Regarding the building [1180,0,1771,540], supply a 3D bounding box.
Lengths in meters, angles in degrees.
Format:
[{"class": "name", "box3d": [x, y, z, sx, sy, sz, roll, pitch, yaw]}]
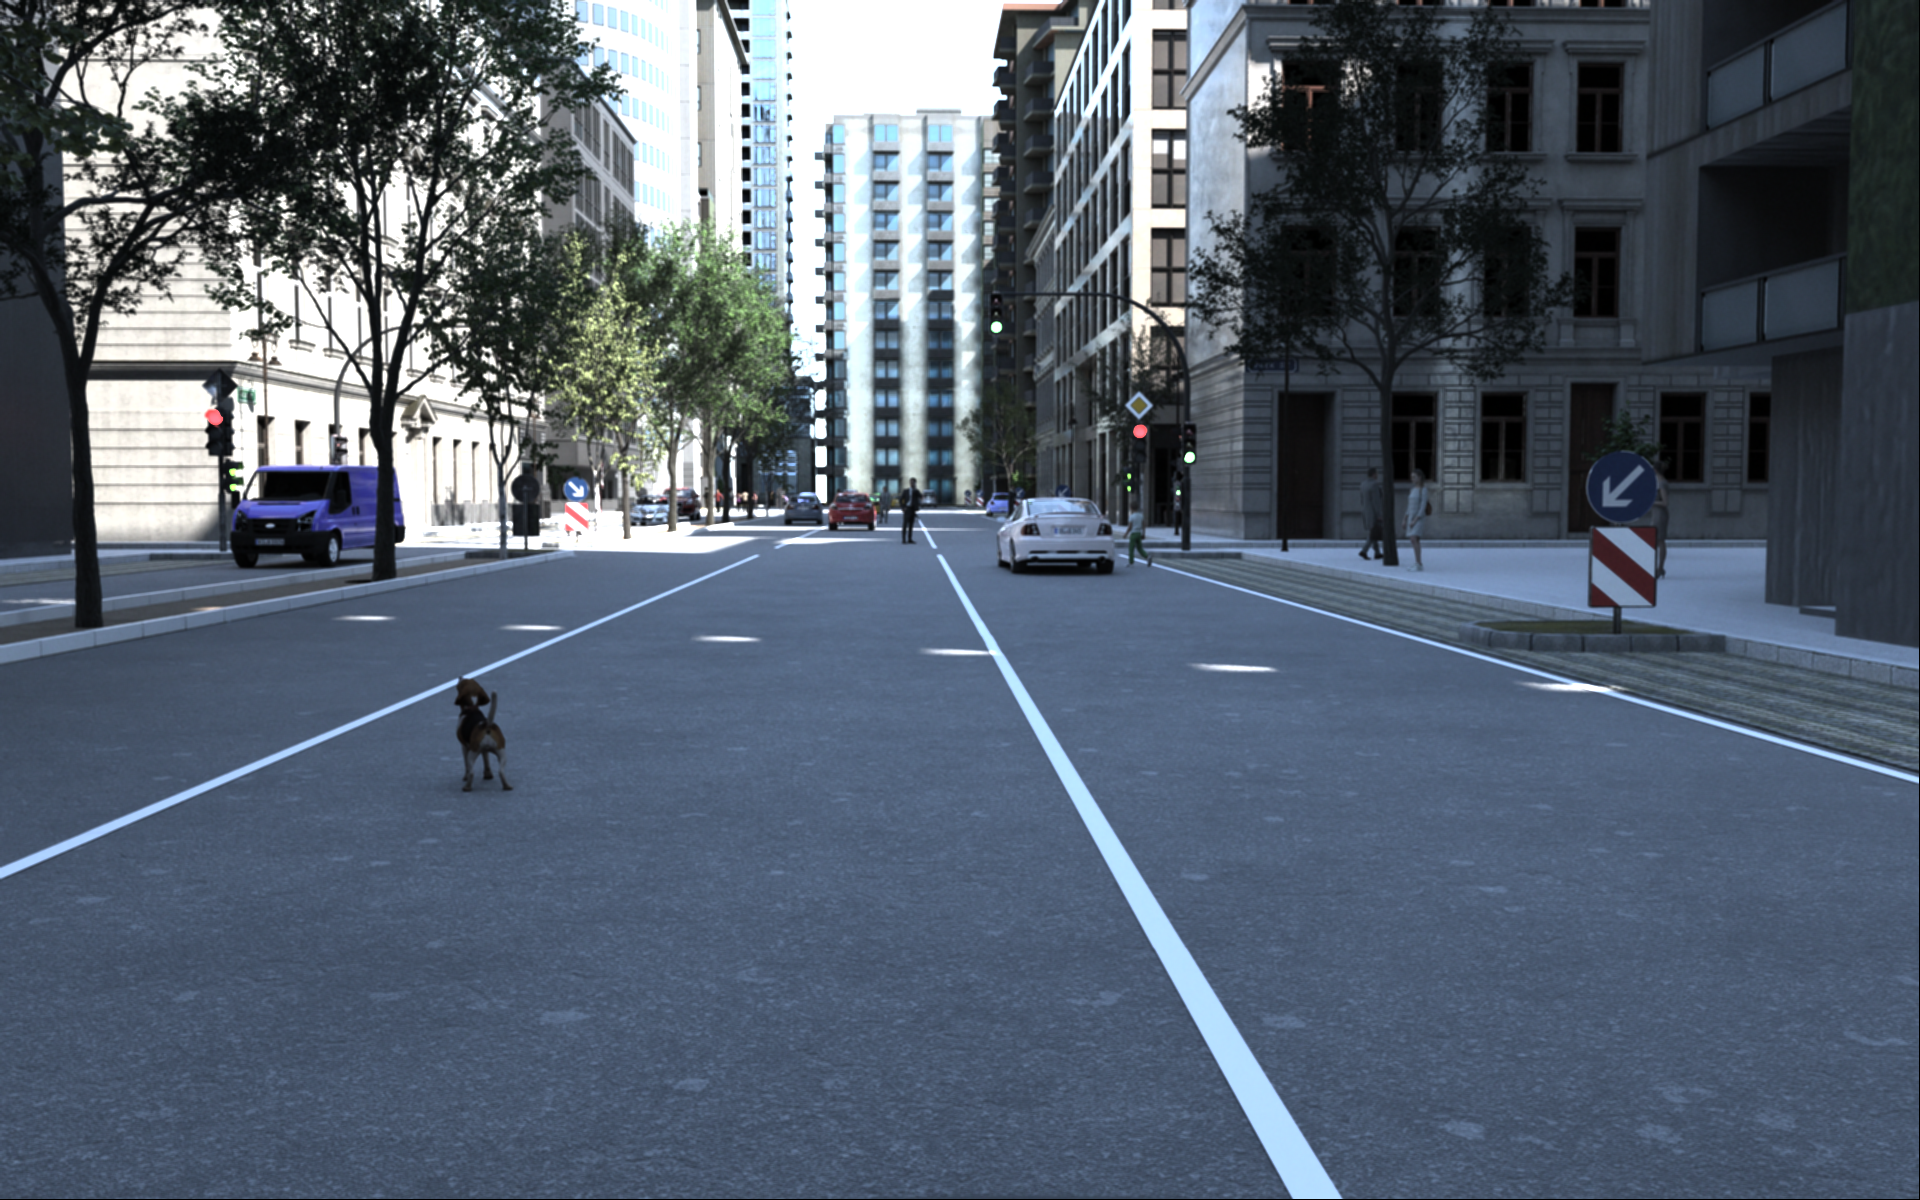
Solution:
[{"class": "building", "box3d": [17.459, -13.241, 52.652, 21.152, 22.565, 11.583, 0, 4, -2]}]

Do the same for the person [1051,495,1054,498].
[{"class": "person", "box3d": [4.946, -5.056, 93.399, 0.332, 1.250, 0.352, -3, 5, -45]}]

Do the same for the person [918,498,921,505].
[{"class": "person", "box3d": [-3.769, -8.918, 154.239, 0.705, 1.831, 1.348, -1, 4, -20]}]

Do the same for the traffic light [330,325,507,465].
[{"class": "traffic light", "box3d": [-14.611, -4.403, 46.654, 4.771, 5.953, 1.251, 0, 4, -2]}]

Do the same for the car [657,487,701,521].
[{"class": "car", "box3d": [-15.189, -5.201, 93.714, 2.281, 1.827, 5.304, 0, 4, -4]}]

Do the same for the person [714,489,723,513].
[{"class": "person", "box3d": [-18.147, -7.419, 129.740, 1.348, 1.831, 0.705, 2, 4, 33]}]

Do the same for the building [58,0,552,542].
[{"class": "building", "box3d": [-28.167, -17.781, 67.132, 17.030, 29.872, 44.131, 0, 4, -2]}]

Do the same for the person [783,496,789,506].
[{"class": "person", "box3d": [-13.021, -7.180, 129.134, 0.421, 1.427, 0.697, 3, 5, 41]}]

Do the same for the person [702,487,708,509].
[{"class": "person", "box3d": [-21.890, -8.786, 149.332, 0.705, 1.869, 1.348, 1, 4, 13]}]

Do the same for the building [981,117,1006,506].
[{"class": "building", "box3d": [9.252, -31.039, 191.088, 14.154, 41.232, 14.086, 0, 4, -2]}]

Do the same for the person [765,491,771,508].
[{"class": "person", "box3d": [-19.114, -9.980, 172.395, 0.721, 1.735, 1.217, -2, 4, -29]}]

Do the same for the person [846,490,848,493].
[{"class": "person", "box3d": [-10.416, -9.303, 161.049, 0.683, 1.767, 0.568, 1, 4, 9]}]

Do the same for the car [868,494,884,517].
[{"class": "car", "box3d": [-5.615, -5.996, 108.261, 2.015, 1.641, 3.980, 0, 4, -3]}]

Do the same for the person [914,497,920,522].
[{"class": "person", "box3d": [-2.317, -4.988, 89.899, 0.795, 1.843, 0.661, 3, 5, 40]}]

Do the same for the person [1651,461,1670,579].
[{"class": "person", "box3d": [10.524, -1.212, 26.197, 0.374, 1.781, 0.599, 1, 4, 17]}]

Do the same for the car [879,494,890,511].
[{"class": "car", "box3d": [-6.728, -8.275, 144.094, 1.959, 1.807, 4.718, 0, 4, -1]}]

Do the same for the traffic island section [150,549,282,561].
[{"class": "traffic island section", "box3d": [-16.480, -1.004, 38.704, 2.009, 0.180, 2.903, 0, 4, -2]}]

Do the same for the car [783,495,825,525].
[{"class": "car", "box3d": [-7.377, -4.274, 81.877, 2.014, 1.417, 4.499, 0, 4, -4]}]

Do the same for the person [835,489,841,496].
[{"class": "person", "box3d": [-6.699, -5.299, 95.893, 0.466, 1.731, 0.760, -1, 4, -9]}]

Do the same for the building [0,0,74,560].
[{"class": "building", "box3d": [-30.582, -14.480, 30.253, 24.014, 27.812, 14.314, 0, 4, -2]}]

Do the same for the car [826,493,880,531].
[{"class": "car", "box3d": [-4.304, -3.694, 69.432, 2.155, 1.783, 4.494, 0, 4, -1]}]

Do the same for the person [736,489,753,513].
[{"class": "person", "box3d": [-16.469, -7.588, 132.580, 1.348, 1.823, 0.705, -1, 4, -22]}]

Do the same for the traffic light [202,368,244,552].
[{"class": "traffic light", "box3d": [-16.439, -3.037, 38.570, 0.839, 4.253, 0.868, 0, 4, -2]}]

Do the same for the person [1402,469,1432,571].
[{"class": "person", "box3d": [7.659, -1.344, 29.025, 0.522, 1.701, 0.512, -1, 4, -20]}]

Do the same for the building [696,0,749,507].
[{"class": "building", "box3d": [-37.128, -36.264, 182.150, 27.495, 52.752, 28.713, 0, 4, -2]}]

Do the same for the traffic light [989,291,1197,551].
[{"class": "traffic light", "box3d": [3.022, -3.939, 39.075, 4.771, 5.953, 1.251, 0, 4, -2]}]

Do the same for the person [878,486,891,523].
[{"class": "person", "box3d": [-3.732, -4.707, 85.551, 0.635, 1.810, 0.391, 0, 4, 4]}]

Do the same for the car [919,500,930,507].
[{"class": "car", "box3d": [-4.288, -11.354, 197.632, 2.014, 1.417, 4.499, 0, 4, -2]}]

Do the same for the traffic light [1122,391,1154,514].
[{"class": "traffic light", "box3d": [4.851, -3.568, 47.265, 0.839, 4.253, 0.868, 0, 4, -2]}]

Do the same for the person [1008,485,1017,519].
[{"class": "person", "box3d": [2.619, -4.782, 86.043, 0.474, 1.900, 0.648, 0, 4, -1]}]

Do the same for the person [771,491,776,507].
[{"class": "person", "box3d": [-21.229, -11.465, 196.045, 0.705, 1.812, 1.348, -2, 4, -29]}]

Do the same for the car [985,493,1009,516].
[{"class": "car", "box3d": [2.616, -6.232, 111.476, 1.945, 1.707, 3.694, 0, 4, -4]}]

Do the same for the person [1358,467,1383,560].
[{"class": "person", "box3d": [8.134, -1.704, 34.008, 0.767, 1.812, 0.694, -1, 4, -15]}]

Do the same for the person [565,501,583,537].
[{"class": "person", "box3d": [-12.971, -3.023, 58.275, 0.624, 1.780, 0.694, -1, 4, -10]}]

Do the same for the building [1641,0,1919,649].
[{"class": "building", "box3d": [14.881, -20.352, 16.343, 14.154, 41.232, 14.086, 0, 4, -2]}]

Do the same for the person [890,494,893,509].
[{"class": "person", "box3d": [-6.494, -9.164, 161.546, 0.599, 1.433, 0.991, -2, 4, -34]}]

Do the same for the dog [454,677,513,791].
[{"class": "dog", "box3d": [-2.367, 0.659, 8.517, 0.540, 0.507, 0.406, 2, 4, 24]}]

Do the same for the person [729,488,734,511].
[{"class": "person", "box3d": [-13.739, -5.804, 103.579, 0.466, 1.800, 0.511, -1, 4, -19]}]

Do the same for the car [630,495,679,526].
[{"class": "car", "box3d": [-13.876, -4.084, 78.777, 2.014, 1.417, 4.499, 0, 4, -1]}]

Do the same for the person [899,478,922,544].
[{"class": "person", "box3d": [-1.417, -2.586, 50.151, 0.648, 1.900, 0.474, -2, 4, -31]}]

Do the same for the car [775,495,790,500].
[{"class": "car", "box3d": [-18.676, -10.510, 184.424, 1.945, 1.354, 3.894, 0, 4, -2]}]

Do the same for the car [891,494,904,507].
[{"class": "car", "box3d": [-5.940, -9.448, 164.704, 2.015, 1.641, 3.980, 0, 4, -3]}]

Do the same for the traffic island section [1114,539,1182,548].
[{"class": "traffic island section", "box3d": [4.891, -1.535, 47.380, 2.009, 0.180, 2.903, 0, 4, -2]}]

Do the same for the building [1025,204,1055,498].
[{"class": "building", "box3d": [10.721, -16.855, 111.739, 11.583, 22.565, 21.152, 0, 4, -2]}]

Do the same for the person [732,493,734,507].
[{"class": "person", "box3d": [-22.521, -9.891, 170.981, 0.599, 1.433, 0.991, -1, 4, -15]}]

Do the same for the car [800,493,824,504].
[{"class": "car", "box3d": [-10.238, -6.591, 117.361, 1.945, 1.707, 3.694, 0, 4, -1]}]

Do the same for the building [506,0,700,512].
[{"class": "building", "box3d": [-32.644, -36.247, 134.635, 21.231, 58.520, 28.212, 0, 4, -2]}]

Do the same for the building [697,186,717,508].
[{"class": "building", "box3d": [-29.877, -23.548, 156.712, 14.160, 30.474, 14.107, 0, 4, -2]}]

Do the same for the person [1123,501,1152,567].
[{"class": "person", "box3d": [3.481, -1.295, 33.923, 0.590, 1.304, 0.306, 3, 4, 37]}]

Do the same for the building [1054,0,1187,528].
[{"class": "building", "box3d": [15.578, -17.018, 82.766, 19.350, 26.468, 34.151, 0, 4, -2]}]

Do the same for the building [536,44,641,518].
[{"class": "building", "box3d": [-27.618, -18.822, 101.240, 14.314, 27.812, 24.014, 0, 4, -2]}]

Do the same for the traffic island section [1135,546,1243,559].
[{"class": "traffic island section", "box3d": [5.151, -1.047, 39.399, 2.009, 0.180, 2.903, 0, 4, -2]}]

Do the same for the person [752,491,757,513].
[{"class": "person", "box3d": [-15.248, -7.215, 127.929, 0.593, 1.643, 0.415, 1, 4, 13]}]

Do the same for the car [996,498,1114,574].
[{"class": "car", "box3d": [1.761, -1.242, 32.663, 2.083, 1.381, 4.827, 0, 4, -4]}]

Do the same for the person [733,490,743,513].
[{"class": "person", "box3d": [-17.105, -7.638, 134.061, 1.217, 1.739, 0.721, 2, 4, 29]}]
